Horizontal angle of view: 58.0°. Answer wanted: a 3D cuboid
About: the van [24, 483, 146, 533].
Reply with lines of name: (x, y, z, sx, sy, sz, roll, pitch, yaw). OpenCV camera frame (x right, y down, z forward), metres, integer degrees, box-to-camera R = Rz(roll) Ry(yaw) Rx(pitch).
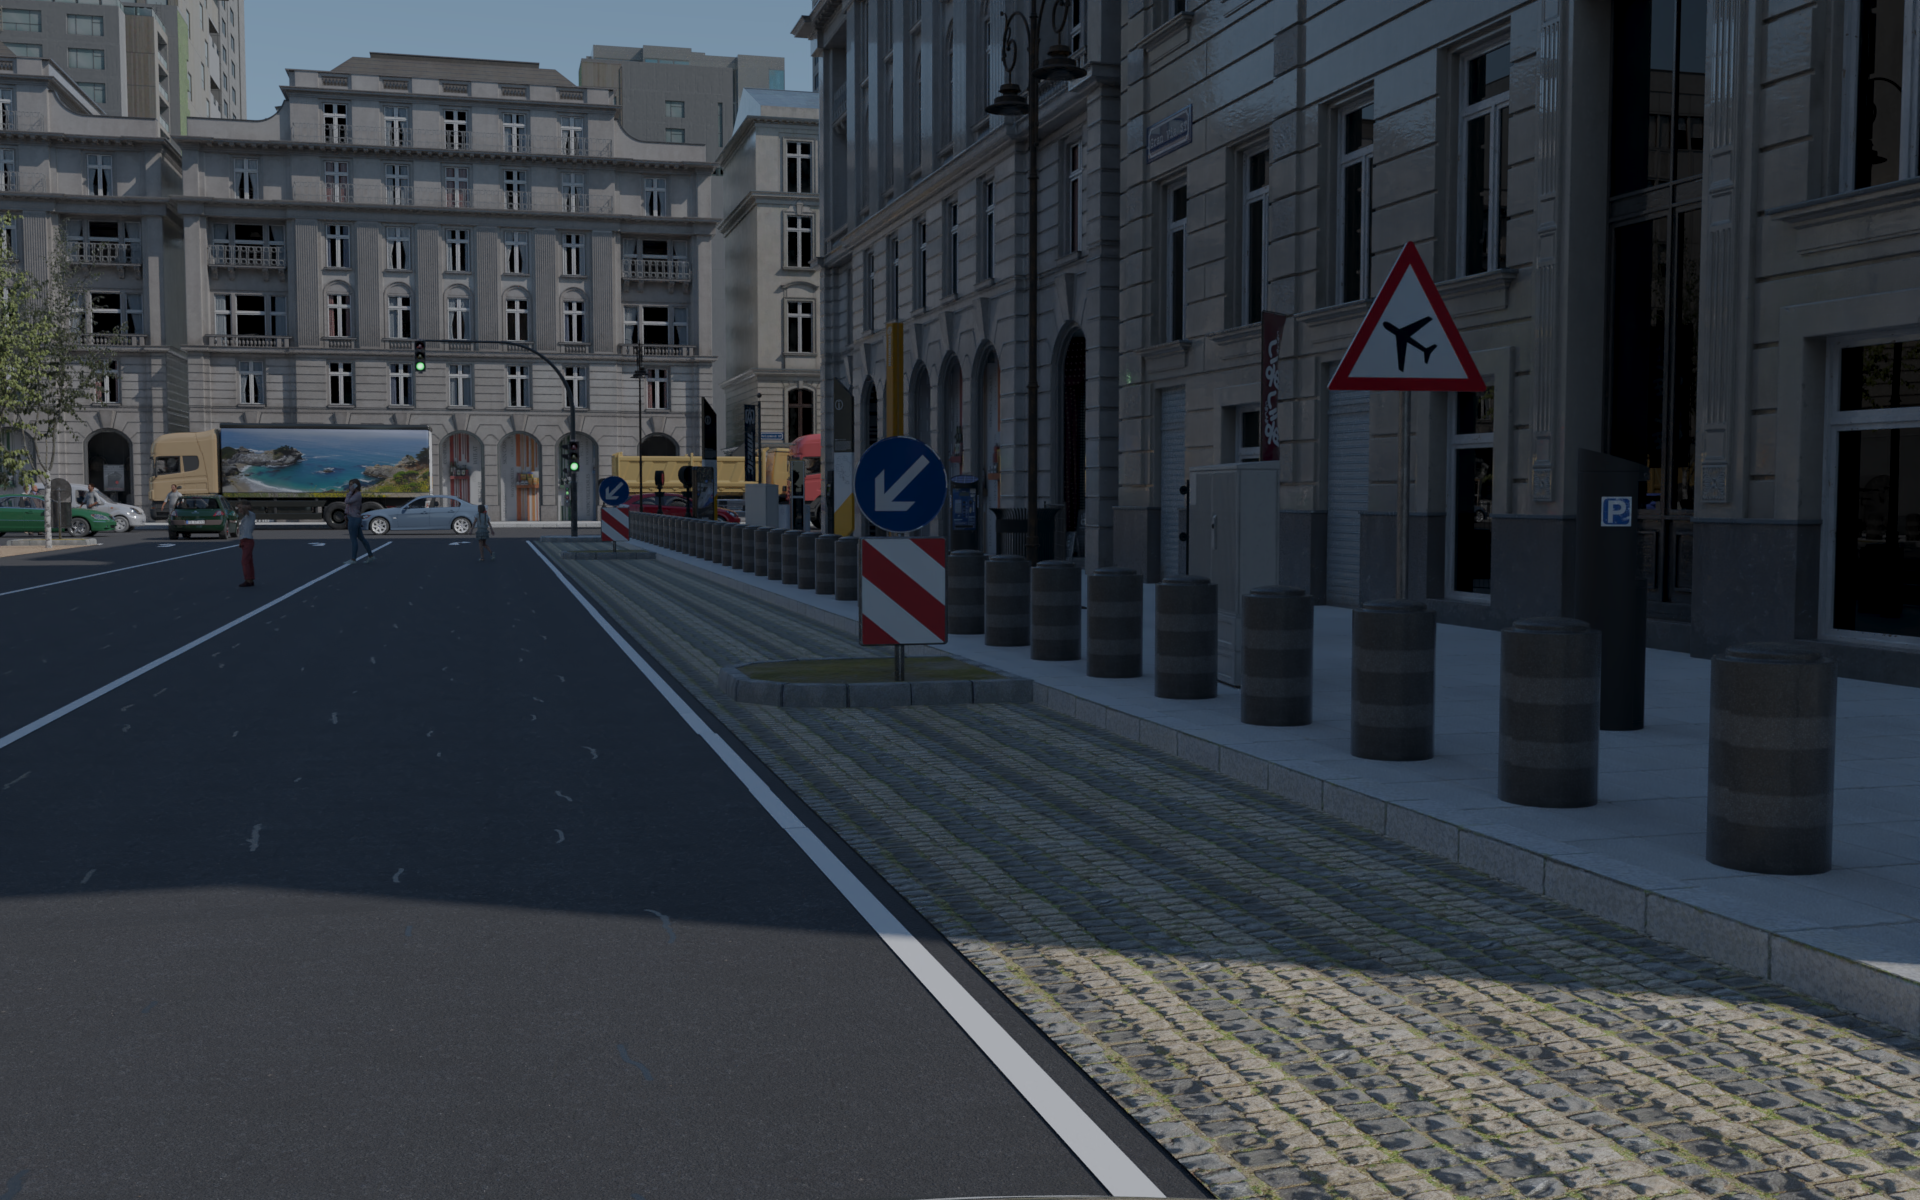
van: (-32.685, -3.528, 64.694, 4.112, 2.044, 2.013, -1, 4, -17)

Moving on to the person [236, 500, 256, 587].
person: (-11.112, -0.887, 26.918, 0.340, 1.345, 0.435, -3, 5, -40)

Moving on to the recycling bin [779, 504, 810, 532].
recycling bin: (-4.086, -1.783, 41.712, 0.722, 1.027, 0.722, -3, 5, -42)

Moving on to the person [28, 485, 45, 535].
person: (-31.991, -3.117, 60.015, 0.434, 1.755, 0.990, 1, 4, 20)

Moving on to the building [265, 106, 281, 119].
building: (-80.488, -39.984, 242.968, 27.495, 52.752, 28.713, -1, 4, -15)

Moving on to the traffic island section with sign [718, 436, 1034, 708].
traffic island section with sign: (-0.703, -0.238, 12.522, 1.989, 1.847, 2.006, -1, 4, -15)

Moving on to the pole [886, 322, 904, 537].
pole: (-0.776, -1.645, 20.734, 0.158, 3.312, 0.155, 0, 3, 0)

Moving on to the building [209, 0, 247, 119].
building: (-86.412, -45.420, 180.876, 20.611, 71.187, 20.563, -1, 4, -15)

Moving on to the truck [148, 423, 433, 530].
truck: (-27.156, -4.946, 69.782, 11.283, 4.237, 2.839, -1, 4, -14)

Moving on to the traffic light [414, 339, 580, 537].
traffic light: (-13.644, -4.693, 51.398, 4.771, 5.953, 1.251, -1, 4, -15)

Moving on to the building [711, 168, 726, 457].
building: (-25.682, -23.427, 154.739, 14.160, 30.474, 14.107, -1, 4, -15)

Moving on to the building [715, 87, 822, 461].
building: (4.995, -16.812, 93.956, 34.723, 24.649, 14.460, -1, 4, -15)

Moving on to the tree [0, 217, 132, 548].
tree: (-24.089, -5.674, 45.591, 4.360, 8.622, 3.978, 0, 3, 0)

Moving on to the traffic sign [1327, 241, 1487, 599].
traffic sign: (2.306, -0.551, 9.012, 0.884, 2.594, 0.081, -1, 4, -12)

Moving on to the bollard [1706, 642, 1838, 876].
bollard: (2.808, 0.533, 5.997, 0.404, 0.777, 0.398, 0, 3, 0)

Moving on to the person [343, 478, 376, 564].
person: (-12.363, -1.622, 35.612, 0.643, 1.750, 0.593, -1, 4, -19)

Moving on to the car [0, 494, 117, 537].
car: (-30.866, -2.815, 57.819, 4.920, 1.459, 2.131, -1, 4, -16)

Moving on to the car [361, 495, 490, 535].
car: (-18.989, -3.023, 61.431, 4.499, 1.417, 2.014, -1, 4, -15)

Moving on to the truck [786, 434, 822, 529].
truck: (-2.053, -5.005, 70.751, 11.283, 4.237, 2.839, -1, 4, -15)

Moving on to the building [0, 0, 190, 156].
building: (-70.159, -27.856, 139.033, 14.154, 41.232, 14.086, -1, 4, -15)

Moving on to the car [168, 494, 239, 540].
car: (-24.317, -2.811, 55.752, 2.009, 1.686, 4.222, -1, 4, -16)

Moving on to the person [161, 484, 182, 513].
person: (-29.964, -3.500, 65.878, 0.875, 1.805, 0.789, 0, 4, 2)

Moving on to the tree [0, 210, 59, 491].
tree: (-23.382, -5.392, 40.974, 4.737, 8.622, 4.395, 0, 3, 0)

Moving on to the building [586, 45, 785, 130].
building: (-31.123, -34.916, 190.477, 23.786, 49.044, 30.456, -1, 4, -15)

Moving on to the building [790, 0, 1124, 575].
building: (4.760, -12.062, 39.008, 13.314, 21.916, 24.055, -1, 4, -15)

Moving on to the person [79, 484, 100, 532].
person: (-31.060, -3.248, 61.753, 0.875, 1.805, 0.789, 2, 4, 26)

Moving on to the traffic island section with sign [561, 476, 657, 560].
traffic island section with sign: (-7.845, -1.828, 38.518, 1.989, 1.847, 2.006, -1, 4, -15)

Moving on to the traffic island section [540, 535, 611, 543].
traffic island section: (-11.608, -1.831, 52.214, 2.009, 0.180, 2.903, -1, 4, -15)

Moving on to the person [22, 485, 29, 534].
person: (-33.611, -3.268, 62.496, 0.524, 1.755, 0.480, 1, 4, 13)

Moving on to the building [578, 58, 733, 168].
building: (-29.639, -29.622, 167.917, 14.154, 41.232, 14.086, -1, 4, -15)

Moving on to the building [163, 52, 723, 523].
building: (-24.467, -14.860, 84.769, 24.055, 21.916, 13.314, -1, 4, -15)

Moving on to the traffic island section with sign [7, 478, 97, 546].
traffic island section with sign: (-25.452, -2.479, 48.670, 2.006, 1.907, 1.989, -1, 4, -15)

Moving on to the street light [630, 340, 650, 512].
street light: (-9.606, -4.849, 52.064, 0.468, 5.910, 1.993, -1, 4, -15)

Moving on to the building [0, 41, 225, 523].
building: (-47.860, -14.515, 79.126, 24.055, 21.916, 13.314, -1, 4, -15)

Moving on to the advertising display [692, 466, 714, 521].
advertising display: (-5.980, -2.150, 40.364, 0.123, 1.923, 0.974, 1, 4, 16)

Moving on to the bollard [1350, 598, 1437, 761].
bollard: (2.122, 0.381, 8.482, 0.404, 0.777, 0.398, 0, 3, 0)

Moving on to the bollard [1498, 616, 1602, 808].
bollard: (2.464, 0.457, 7.239, 0.404, 0.777, 0.398, 0, 3, 0)

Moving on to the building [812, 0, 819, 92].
building: (-6.789, -46.760, 202.783, 20.611, 71.187, 20.563, -1, 4, -15)

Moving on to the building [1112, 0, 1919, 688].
building: (10.953, -13.323, 15.097, 12.463, 27.353, 25.104, -1, 4, -15)

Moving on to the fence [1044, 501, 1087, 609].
fence: (1.110, -0.561, 20.376, 0.480, 1.192, 2.264, 0, 4, -3)

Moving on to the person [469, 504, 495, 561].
person: (-10.237, -1.441, 37.078, 0.382, 1.210, 0.505, 3, 5, 45)

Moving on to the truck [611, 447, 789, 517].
truck: (-9.597, -4.704, 72.827, 9.791, 3.379, 3.469, -1, 4, -14)

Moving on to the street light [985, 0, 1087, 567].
street light: (0.648, -2.603, 15.353, 0.468, 5.910, 1.993, -1, 4, -15)

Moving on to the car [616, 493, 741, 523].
car: (-9.885, -3.140, 60.379, 4.494, 1.783, 2.155, -1, 4, -15)

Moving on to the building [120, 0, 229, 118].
building: (-82.623, -34.712, 156.786, 28.713, 52.752, 27.495, -1, 4, -15)

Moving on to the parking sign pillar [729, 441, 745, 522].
parking sign pillar: (-10.142, -5.583, 79.752, 1.447, 3.967, 1.447, 3, 5, 41)
